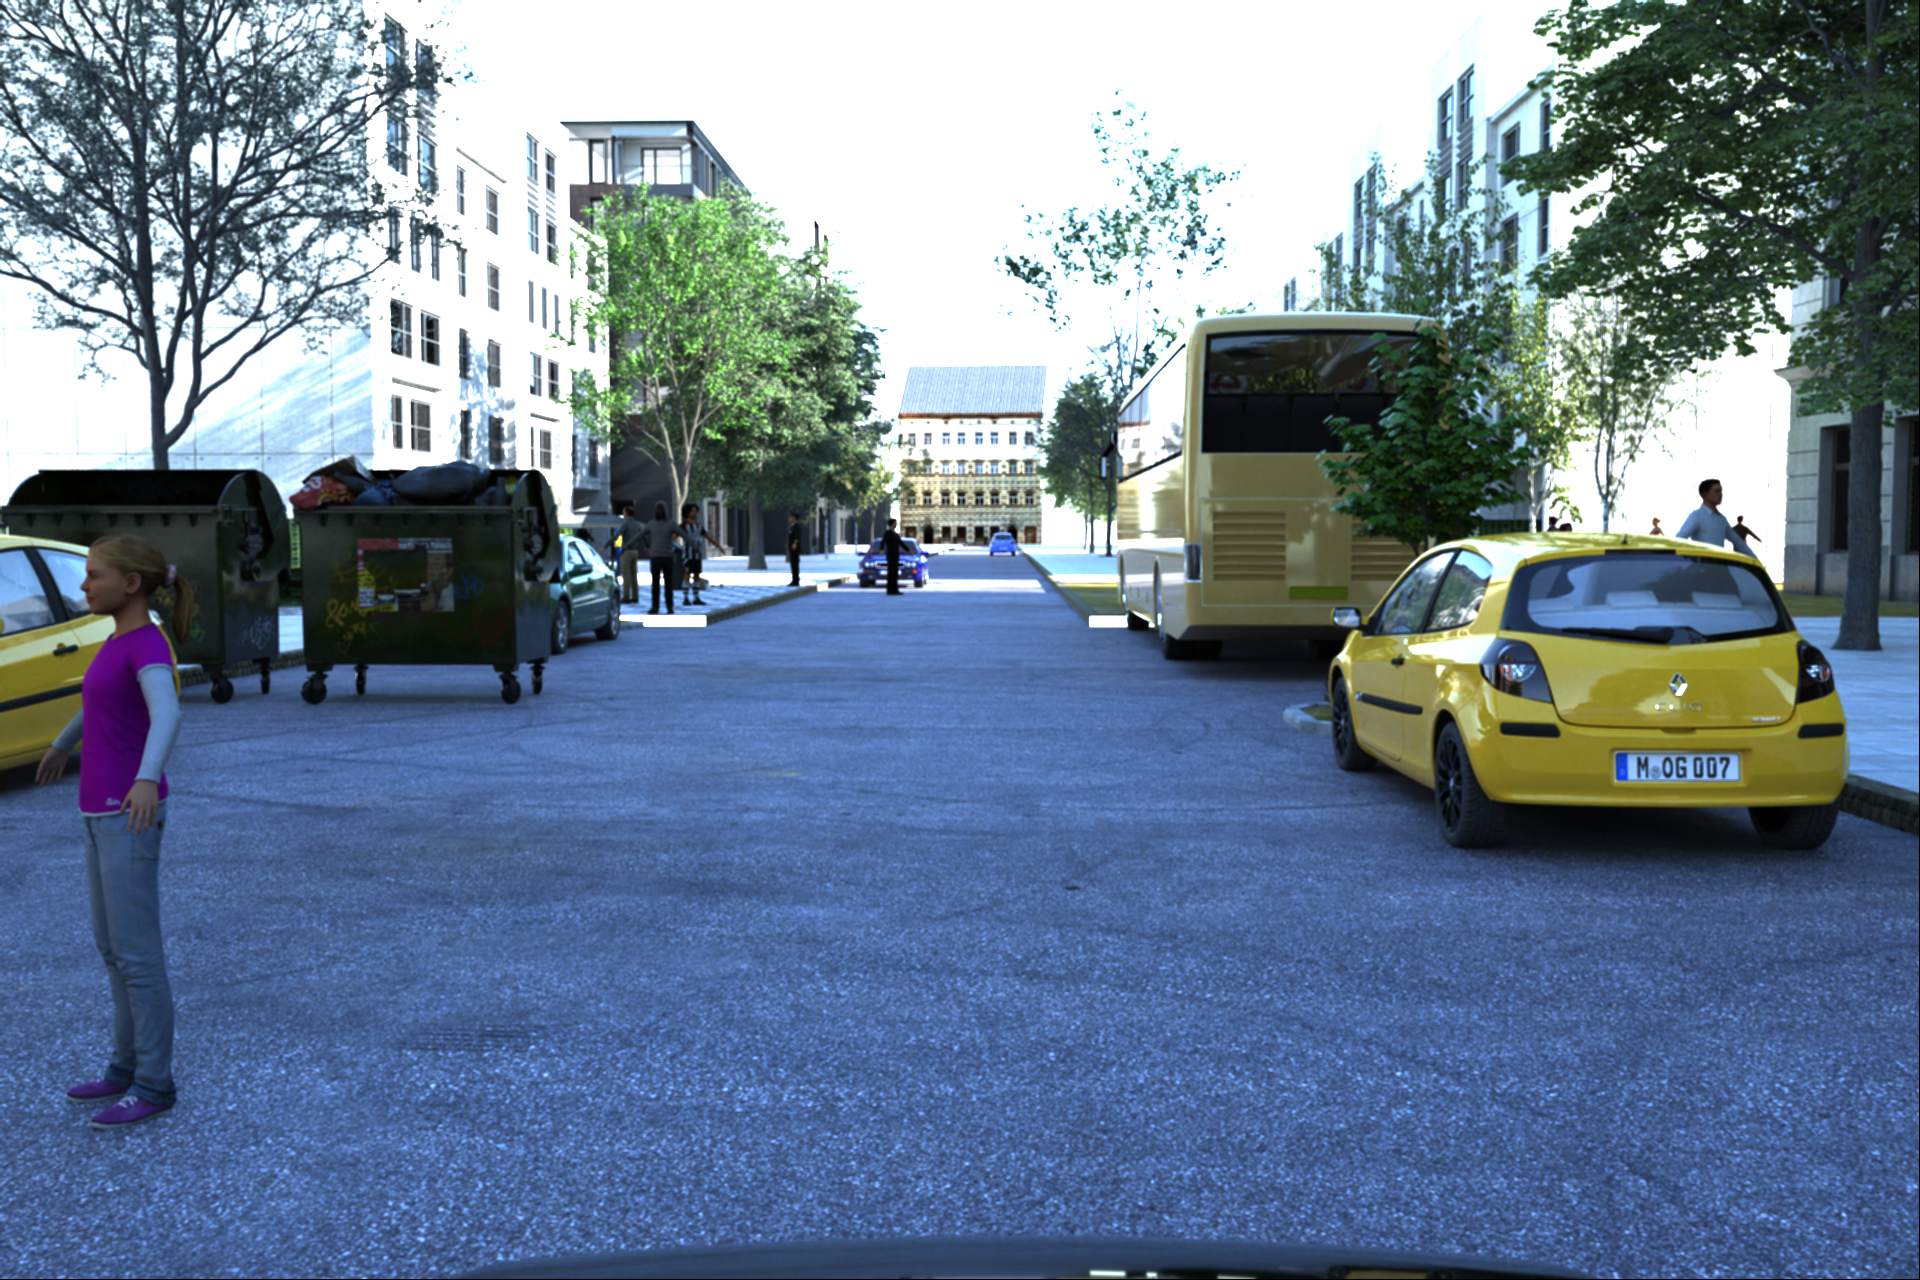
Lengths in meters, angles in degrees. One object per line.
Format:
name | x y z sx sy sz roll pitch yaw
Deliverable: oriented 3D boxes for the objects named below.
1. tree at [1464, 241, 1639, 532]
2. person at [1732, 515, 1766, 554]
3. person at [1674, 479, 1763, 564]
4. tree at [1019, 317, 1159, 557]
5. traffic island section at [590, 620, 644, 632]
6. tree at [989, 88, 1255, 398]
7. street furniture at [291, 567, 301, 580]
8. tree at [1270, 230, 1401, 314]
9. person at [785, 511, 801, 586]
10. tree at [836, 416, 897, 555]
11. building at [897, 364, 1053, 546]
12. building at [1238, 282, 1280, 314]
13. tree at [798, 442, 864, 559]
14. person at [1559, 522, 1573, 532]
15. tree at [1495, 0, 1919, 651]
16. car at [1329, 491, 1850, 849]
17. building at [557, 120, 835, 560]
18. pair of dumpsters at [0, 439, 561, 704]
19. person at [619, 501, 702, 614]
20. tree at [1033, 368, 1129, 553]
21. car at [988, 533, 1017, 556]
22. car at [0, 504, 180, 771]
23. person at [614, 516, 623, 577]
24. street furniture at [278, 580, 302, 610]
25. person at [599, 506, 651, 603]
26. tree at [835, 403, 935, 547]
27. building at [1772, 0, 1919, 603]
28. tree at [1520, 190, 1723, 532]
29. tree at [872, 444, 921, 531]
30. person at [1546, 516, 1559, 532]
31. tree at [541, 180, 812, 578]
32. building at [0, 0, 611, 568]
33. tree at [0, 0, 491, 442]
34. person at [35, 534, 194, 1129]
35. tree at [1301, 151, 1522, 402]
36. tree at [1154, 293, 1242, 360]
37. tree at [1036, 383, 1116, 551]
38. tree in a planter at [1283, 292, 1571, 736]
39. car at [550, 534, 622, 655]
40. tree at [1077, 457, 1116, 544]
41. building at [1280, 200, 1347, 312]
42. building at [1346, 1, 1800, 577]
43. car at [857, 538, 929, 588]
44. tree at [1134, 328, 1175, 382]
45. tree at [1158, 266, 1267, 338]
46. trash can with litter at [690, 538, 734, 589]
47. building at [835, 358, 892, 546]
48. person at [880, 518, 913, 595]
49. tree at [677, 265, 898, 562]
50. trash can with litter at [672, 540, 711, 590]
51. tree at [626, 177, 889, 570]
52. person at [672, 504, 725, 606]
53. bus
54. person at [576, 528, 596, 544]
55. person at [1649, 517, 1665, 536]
tree | 14.731 -5.709 43.705 4.737 8.622 4.395 0 3 0
person | 21.976 -2.608 48.786 1.346 1.812 0.704 3 5 43
person | 7.215 -0.641 16.634 1.344 1.810 0.704 -2 4 -29
tree | 8.551 -11.448 97.552 12.009 13.543 11.850 0 3 0
traffic island section | -5.895 -0.212 26.337 1.991 0.108 1.994 0 4 2
tree | 6.941 -13.506 76.717 12.611 20.169 13.585 0 3 0
street furniture | -14.441 -1.835 45.621 5.734 0.657 10.072 0 4 7
tree | 9.302 -5.629 42.400 4.360 8.622 3.978 0 3 0
person | -4.108 -2.248 42.695 0.705 1.837 1.347 -1 4 -13
tree | -6.127 -9.509 105.834 4.737 8.622 4.395 0 3 0
building | 2.329 -23.863 223.548 18.063 23.208 19.493 0 4 7
building | 28.378 -19.396 148.049 19.493 23.208 18.063 0 4 2
tree | -6.967 -8.515 89.586 4.360 8.622 3.978 0 3 0
person | 8.188 -0.862 23.302 0.989 1.438 0.599 -2 4 -32
tree | 10.037 -6.187 19.281 7.486 12.596 7.792 0 3 0
car | 3.115 0.056 9.316 2.015 1.641 3.980 0 4 1
building | -23.051 -15.807 102.422 27.936 21.610 32.646 0 4 2
pair of dumpsters | -5.814 -0.615 15.004 4.436 2.255 1.574 0 4 2
person | -4.804 -1.329 27.853 1.348 1.813 0.705 0 4 3
tree | 8.838 -12.277 118.850 7.486 12.596 7.792 0 3 0
car | 2.815 -6.424 114.623 1.945 1.707 3.694 0 4 1
car | -5.928 0.043 9.513 2.015 1.641 3.980 0 4 1
person | -10.126 -2.805 51.824 0.705 1.833 1.349 0 4 4
street furniture | -11.736 -1.067 33.077 5.734 0.657 10.072 -2 4 -26
person | -6.173 -1.586 32.208 0.705 1.796 1.348 2 4 31
tree | -6.315 -11.612 124.265 8.767 10.594 7.601 -2 4 -25
building | 25.259 -14.603 15.182 17.030 29.872 44.131 0 4 1
tree | 14.004 -5.365 38.081 4.360 8.622 3.978 0 3 0
tree | -5.714 -11.142 132.534 4.360 8.622 3.978 0 3 0
person | 15.094 -2.305 44.408 1.216 1.740 0.721 -2 4 -34
tree | -8.198 -7.622 50.381 9.928 11.665 9.643 0 3 0
building | -25.759 -12.336 68.146 16.747 18.905 31.486 0 4 2
tree | -11.735 -7.038 25.440 12.009 13.543 11.850 0 3 0
person | -2.117 0.456 4.267 0.599 1.433 0.991 -3 4 -39
tree | 8.633 -5.027 32.546 4.737 8.622 4.395 0 3 0
tree | 7.753 -6.344 54.089 4.737 8.622 4.395 0 3 0
tree | 9.140 -12.953 129.904 7.486 12.596 7.792 0 3 0
tree in a planter | 3.472 -0.957 12.865 1.991 3.239 1.994 0 4 2
car | -5.602 -0.632 22.130 2.131 1.459 4.920 0 4 1
tree | 18.923 -19.184 220.315 9.857 13.997 8.962 0 3 0
building | 29.037 -14.242 99.314 16.747 18.905 31.486 0 4 2
building | 26.185 -12.224 66.313 16.747 18.905 31.486 0 4 2
car | -1.799 -2.130 47.406 1.945 1.354 3.894 0 4 1
tree | 7.585 -6.890 63.018 4.360 8.622 3.978 0 3 0
tree | 7.105 -6.013 48.668 4.737 8.622 4.395 0 3 0
trash can with litter | -6.182 -1.877 41.746 1.678 1.210 2.233 0 4 1
building | -22.973 -21.749 199.563 27.936 21.610 32.646 0 4 2
person | -1.553 -1.965 40.767 0.705 1.806 1.347 2 4 30
tree | -7.712 -10.503 78.379 9.857 13.997 8.962 0 3 0
trash can with litter | -6.247 -1.736 39.775 1.055 1.170 0.624 0 4 2
tree | -7.351 -9.517 62.252 9.857 13.997 8.962 0 3 0
person | -4.808 -1.530 31.154 0.704 1.843 1.345 3 5 43
bus | 3.582 -1.896 22.550 2.896 3.916 12.252 0 4 2
person | -13.438 -3.410 61.947 0.705 1.806 1.347 1 4 18
person | 18.611 -2.432 46.560 0.721 1.733 1.217 -1 4 -13
